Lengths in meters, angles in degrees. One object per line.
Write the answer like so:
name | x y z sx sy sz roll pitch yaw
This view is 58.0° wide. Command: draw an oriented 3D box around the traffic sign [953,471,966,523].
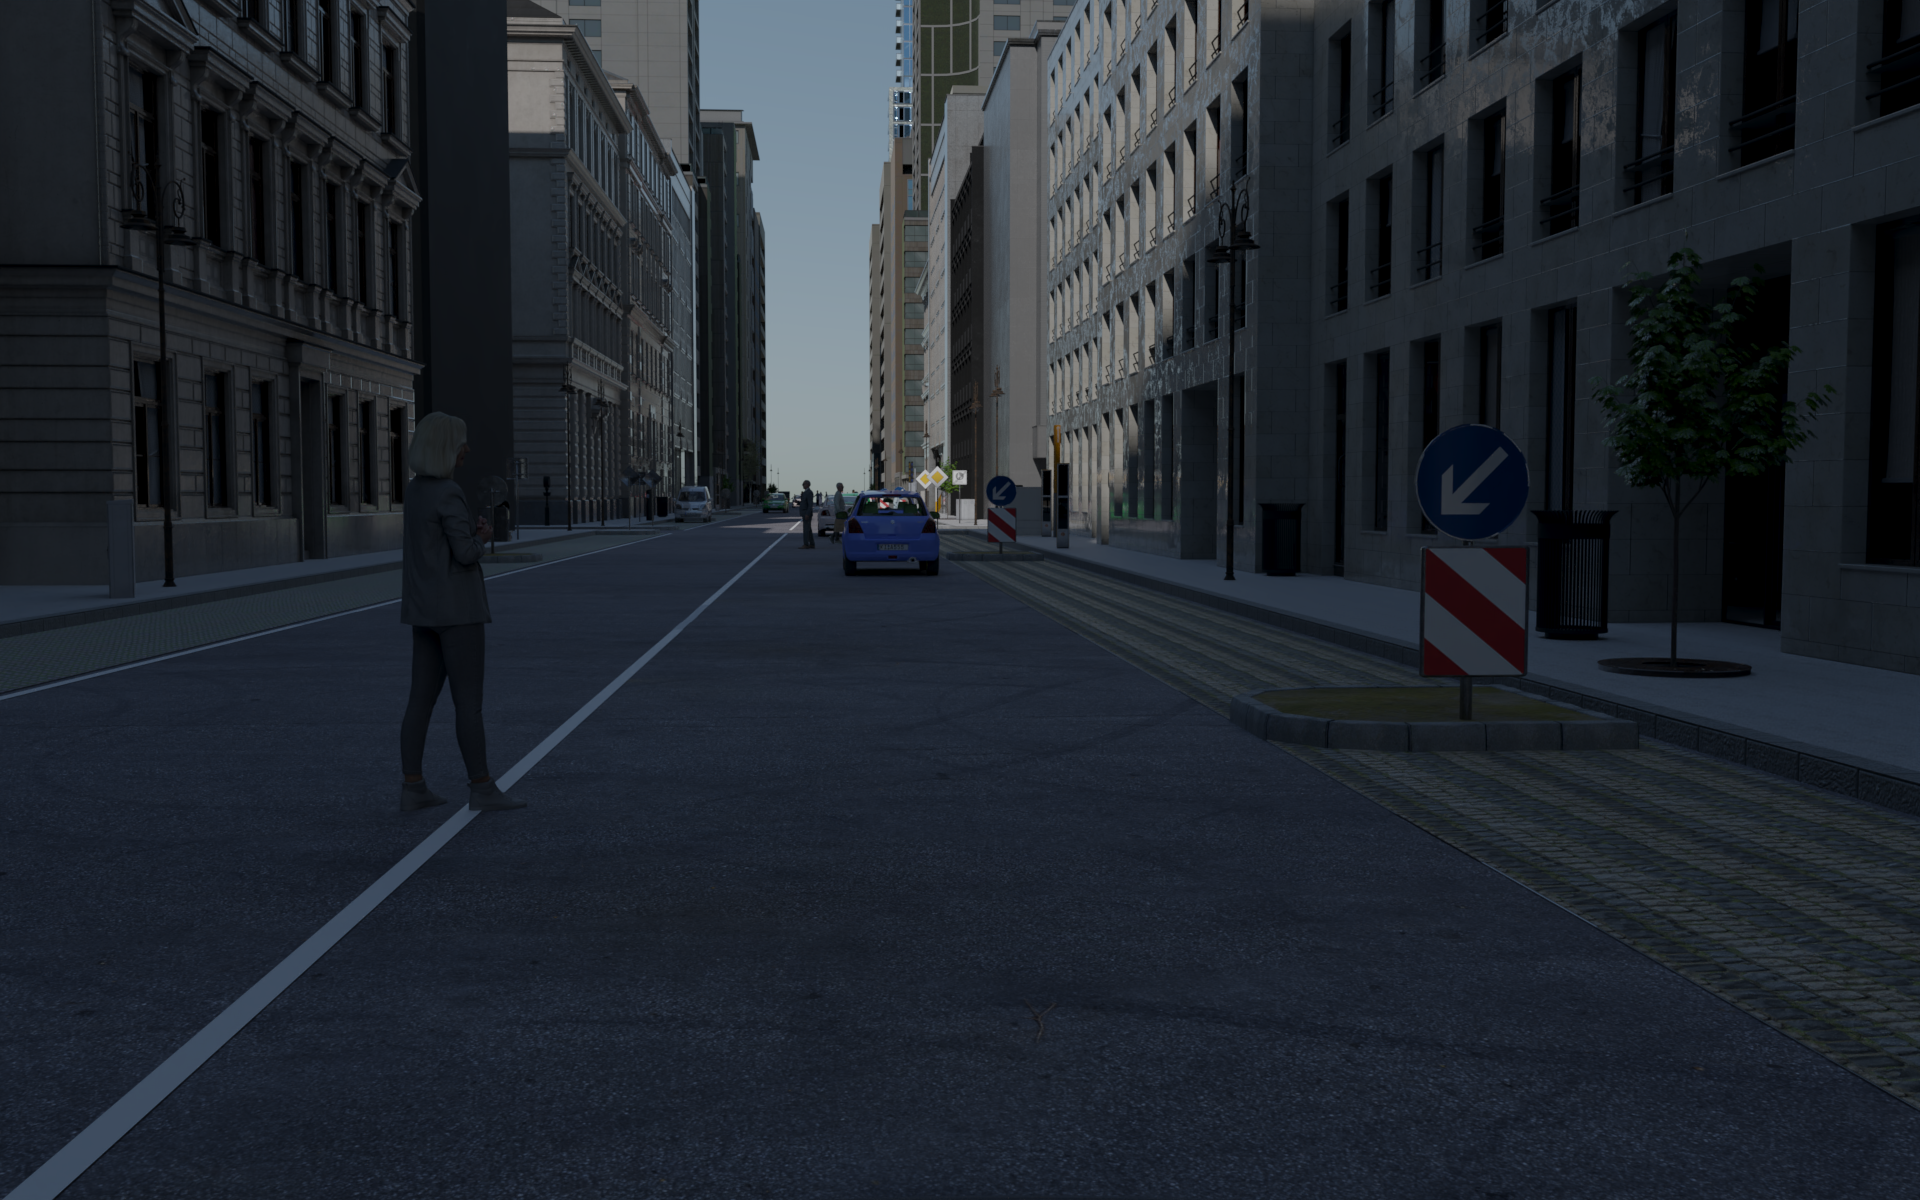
traffic sign | -0.013 -4.486 75.471 0.606 2.300 0.079 0 4 0

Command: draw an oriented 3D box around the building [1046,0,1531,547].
building | 8.860 -12.121 52.924 10.420 20.320 16.860 0 4 -4

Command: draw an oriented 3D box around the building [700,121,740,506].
building | -31.112 -30.647 184.672 14.154 41.232 14.086 0 4 -4

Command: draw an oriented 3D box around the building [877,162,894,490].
building | -0.193 -37.734 240.646 21.300 48.544 21.600 0 4 -4

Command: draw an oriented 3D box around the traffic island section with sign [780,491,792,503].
traffic island section with sign | -27.882 -16.503 278.449 1.989 1.847 2.006 0 4 -4

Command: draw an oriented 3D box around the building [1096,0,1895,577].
building | 9.318 -11.091 36.083 10.420 20.320 16.860 0 4 -4

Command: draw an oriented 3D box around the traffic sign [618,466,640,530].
traffic sign | -11.727 -3.535 61.439 0.795 2.450 0.064 0 4 -4

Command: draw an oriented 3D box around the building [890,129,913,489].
building | -1.332 -34.441 213.215 14.600 45.320 14.200 0 4 -4

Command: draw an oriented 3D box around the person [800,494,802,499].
person | -15.611 -9.743 171.059 0.557 1.426 1.065 -1 4 -19

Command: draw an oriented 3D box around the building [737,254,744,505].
building | -32.533 -26.190 199.903 14.160 30.474 14.107 0 4 -4

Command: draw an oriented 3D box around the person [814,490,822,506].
person | -14.465 -10.224 175.643 1.348 1.826 0.705 3 5 39

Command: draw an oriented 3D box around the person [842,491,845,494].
person | -12.567 -10.771 184.478 0.709 1.838 0.599 1 4 14

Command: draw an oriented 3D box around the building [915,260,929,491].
building | 2.775 -18.252 134.578 11.583 22.565 21.152 0 4 -4

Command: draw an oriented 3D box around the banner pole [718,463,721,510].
banner pole | -19.373 -9.149 139.606 0.401 3.779 0.863 1 4 12

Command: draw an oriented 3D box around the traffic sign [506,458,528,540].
traffic sign | -12.450 -2.849 48.714 0.606 2.300 0.079 0 4 -2

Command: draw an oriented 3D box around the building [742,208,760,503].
building | -37.620 -37.449 262.401 14.600 45.320 14.200 0 4 -4

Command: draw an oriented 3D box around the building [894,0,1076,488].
building | 3.134 -46.274 194.834 20.563 71.187 20.611 0 4 -4

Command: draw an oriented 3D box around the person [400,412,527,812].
person | -2.320 0.046 7.939 0.526 1.800 0.537 -2 4 -32

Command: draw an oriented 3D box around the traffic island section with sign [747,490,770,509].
traffic island section with sign | -19.704 -9.768 168.339 1.989 1.847 2.006 0 4 -4

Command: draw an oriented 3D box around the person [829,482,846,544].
person | -3.506 -2.489 49.679 0.515 1.767 0.782 0 4 -4

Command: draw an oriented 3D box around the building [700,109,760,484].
building | -42.544 -39.836 240.559 28.713 52.752 27.495 0 4 -4

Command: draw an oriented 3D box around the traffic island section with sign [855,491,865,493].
traffic island section with sign | -11.125 -11.516 196.908 1.989 1.847 2.006 0 4 -4

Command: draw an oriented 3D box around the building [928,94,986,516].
building | 4.499 -18.047 113.095 12.078 24.808 19.932 0 4 -4

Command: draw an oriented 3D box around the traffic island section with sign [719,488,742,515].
traffic island section with sign | -16.054 -6.759 119.143 1.989 1.847 2.006 0 4 -4

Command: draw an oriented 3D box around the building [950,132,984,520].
building | 6.149 -16.213 94.768 12.332 23.373 15.834 0 4 -4

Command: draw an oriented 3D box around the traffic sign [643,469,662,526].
traffic sign | -12.318 -4.022 69.402 0.795 2.450 0.064 0 4 -4

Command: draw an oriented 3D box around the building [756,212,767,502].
building | -42.482 -40.135 279.910 21.300 48.544 21.600 0 4 -4

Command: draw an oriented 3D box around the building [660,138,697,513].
building | -25.868 -18.766 124.840 12.078 24.808 19.932 0 4 -4

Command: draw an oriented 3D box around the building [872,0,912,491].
building | -2.055 -58.288 265.673 22.319 86.520 31.000 0 4 -4

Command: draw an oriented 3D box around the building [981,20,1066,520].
building | 16.548 -15.900 79.036 30.058 24.678 14.314 0 4 -4

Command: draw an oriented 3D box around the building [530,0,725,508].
building | -33.328 -44.525 166.230 20.563 71.187 20.611 0 4 -4

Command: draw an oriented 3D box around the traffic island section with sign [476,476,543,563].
traffic island section with sign | -9.893 -1.704 36.495 1.989 1.847 2.006 0 4 -4

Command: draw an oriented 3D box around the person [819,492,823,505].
person | -18.695 -13.650 232.342 0.551 1.740 0.621 -2 4 -34

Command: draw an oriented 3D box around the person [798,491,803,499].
person | -15.947 -10.103 174.479 0.721 1.735 1.217 -3 4 -36

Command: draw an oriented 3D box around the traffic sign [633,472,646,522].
traffic sign | -14.730 -4.738 79.602 0.606 2.300 0.079 0 4 4

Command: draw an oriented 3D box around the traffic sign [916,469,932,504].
traffic sign | -1.403 -4.070 70.190 0.795 2.450 0.064 0 4 -4

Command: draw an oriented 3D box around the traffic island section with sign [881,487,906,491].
traffic island section with sign | -3.342 -5.114 92.249 1.989 1.847 2.006 0 4 -4

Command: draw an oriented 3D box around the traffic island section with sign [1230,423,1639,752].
traffic island section with sign | 2.724 -0.116 10.521 1.989 1.847 2.006 0 4 -4

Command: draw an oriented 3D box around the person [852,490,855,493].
person | -9.168 -8.626 149.532 0.705 1.824 1.348 -2 4 -25

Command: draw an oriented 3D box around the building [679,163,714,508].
building | -29.073 -23.163 150.414 14.160 30.474 14.107 0 4 -4

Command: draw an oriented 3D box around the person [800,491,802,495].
person | -21.207 -13.666 232.070 1.348 1.807 0.705 -2 4 -32

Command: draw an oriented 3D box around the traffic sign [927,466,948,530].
traffic sign | -0.811 -3.583 62.227 0.795 2.450 0.064 0 4 -4

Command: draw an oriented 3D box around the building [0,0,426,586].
building | -17.185 -10.268 32.506 10.561 19.102 19.286 0 4 -4

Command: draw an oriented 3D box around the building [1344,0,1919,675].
building | 11.409 -10.068 19.363 10.420 20.320 16.860 0 4 -4

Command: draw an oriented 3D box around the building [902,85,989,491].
building | 10.841 -28.578 159.131 32.217 40.220 23.993 0 4 -4

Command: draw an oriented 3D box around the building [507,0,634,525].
building | -21.591 -15.331 79.538 11.050 23.489 19.941 0 4 -4

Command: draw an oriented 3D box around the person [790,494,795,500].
person | -18.219 -10.952 190.782 0.991 1.433 0.599 0 4 6

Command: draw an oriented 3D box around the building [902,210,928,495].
building | 1.004 -24.877 178.441 14.160 30.474 14.107 0 4 -4

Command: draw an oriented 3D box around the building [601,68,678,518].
building | -23.816 -18.626 101.798 12.463 27.353 25.104 0 4 -4

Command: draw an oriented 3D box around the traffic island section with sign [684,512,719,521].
traffic island section with sign | -14.035 -5.115 92.263 1.989 1.847 2.006 0 4 -4

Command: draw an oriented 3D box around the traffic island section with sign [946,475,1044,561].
traffic island section with sign | 0.719 -1.775 37.645 1.989 1.847 2.006 0 4 -4

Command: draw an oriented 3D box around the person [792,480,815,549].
person | -4.087 -2.246 45.397 0.590 1.801 0.661 -1 4 -17

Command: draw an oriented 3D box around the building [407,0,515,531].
building | -22.942 -13.657 52.966 15.834 23.373 12.332 0 4 -4

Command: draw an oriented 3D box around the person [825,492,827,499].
person | -19.616 -15.000 253.834 0.705 1.814 1.350 -1 4 -20
